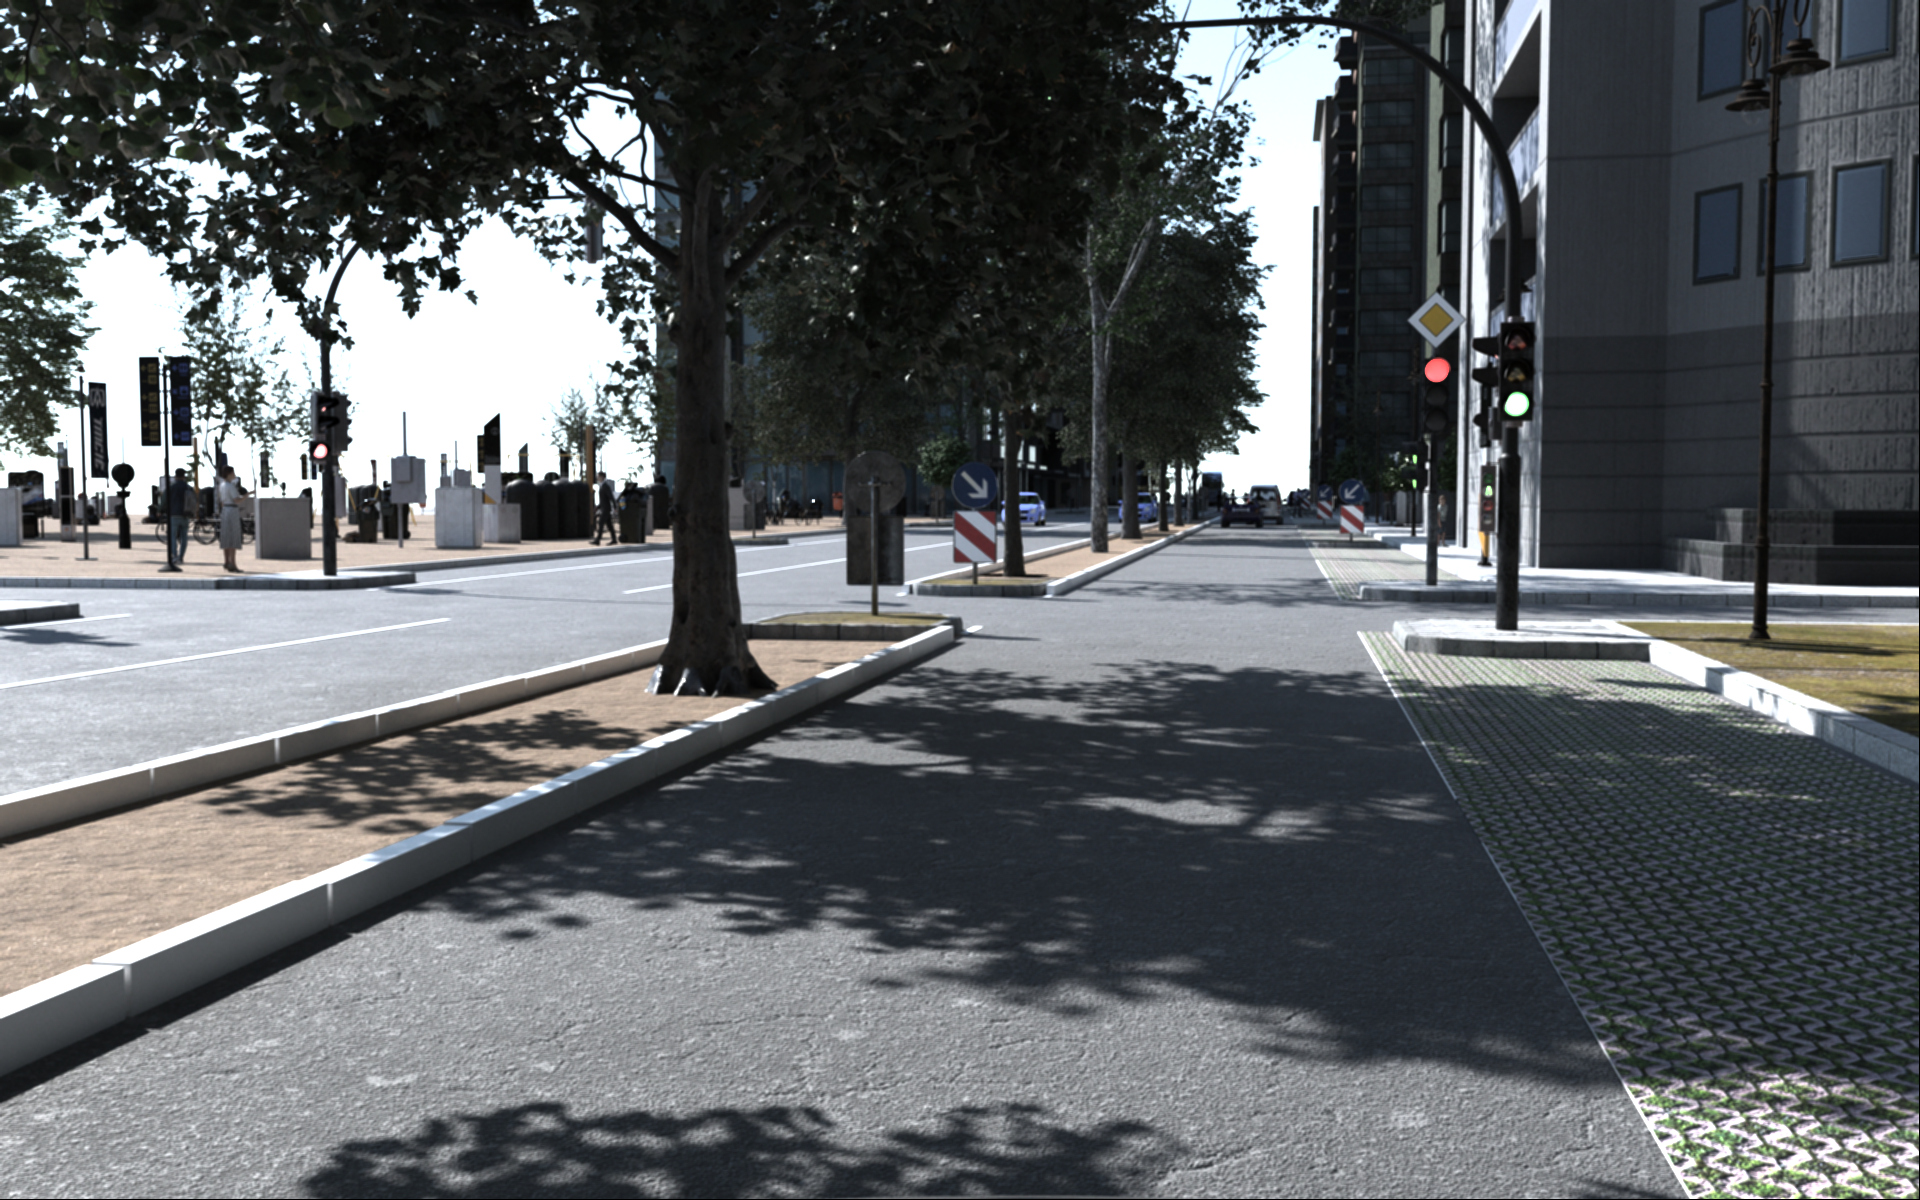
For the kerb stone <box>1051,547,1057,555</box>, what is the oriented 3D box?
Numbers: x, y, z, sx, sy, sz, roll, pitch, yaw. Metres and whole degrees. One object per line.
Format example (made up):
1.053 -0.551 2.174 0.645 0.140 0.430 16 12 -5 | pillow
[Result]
2.080 -1.117 40.465 0.120 0.150 1.000 1 4 10 | kerb stone

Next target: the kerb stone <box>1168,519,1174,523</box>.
10.746 -4.010 87.827 0.120 0.150 1.000 1 4 10 | kerb stone

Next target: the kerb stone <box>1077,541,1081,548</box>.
3.005 -1.425 45.492 0.120 0.150 1.000 1 4 10 | kerb stone

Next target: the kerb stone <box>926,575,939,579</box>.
-0.509 -0.251 26.362 0.120 0.150 1.000 1 4 10 | kerb stone

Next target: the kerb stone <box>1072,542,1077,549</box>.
2.816 -1.363 44.488 0.120 0.150 1.000 1 4 10 | kerb stone

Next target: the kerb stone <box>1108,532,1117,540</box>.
4.844 -2.040 55.570 0.120 0.150 1.000 1 4 10 | kerb stone

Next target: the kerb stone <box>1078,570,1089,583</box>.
1.919 -0.351 27.941 0.120 0.150 1.000 1 4 10 | kerb stone

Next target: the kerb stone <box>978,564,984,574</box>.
0.232 -0.501 30.394 0.120 0.150 1.000 1 4 10 | kerb stone

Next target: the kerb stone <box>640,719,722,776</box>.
-1.503 0.790 9.273 0.120 0.150 1.000 1 4 10 | kerb stone

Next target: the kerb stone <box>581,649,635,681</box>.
-2.826 0.527 13.681 0.120 0.150 1.000 1 4 10 | kerb stone

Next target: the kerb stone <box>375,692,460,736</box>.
-3.382 0.711 10.663 0.120 0.150 1.000 1 4 10 | kerb stone

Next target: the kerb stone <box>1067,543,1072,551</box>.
2.634 -1.302 43.482 0.120 0.150 1.000 1 4 10 | kerb stone

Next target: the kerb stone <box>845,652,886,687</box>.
-0.757 0.544 13.304 0.120 0.150 1.000 1 4 10 | kerb stone

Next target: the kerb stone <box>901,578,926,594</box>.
-0.692 -0.187 25.355 0.120 0.150 1.000 1 4 10 | kerb stone

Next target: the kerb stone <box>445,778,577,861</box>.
-1.870 0.914 7.256 0.120 0.150 1.000 1 4 10 | kerb stone

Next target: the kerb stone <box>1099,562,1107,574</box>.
2.470 -0.536 30.957 0.120 0.150 1.000 1 4 10 | kerb stone

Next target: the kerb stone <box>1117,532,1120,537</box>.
5.025 -2.103 56.580 0.120 0.150 1.000 1 4 10 | kerb stone

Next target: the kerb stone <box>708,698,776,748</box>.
-1.311 0.729 10.278 0.120 0.150 1.000 1 4 10 | kerb stone

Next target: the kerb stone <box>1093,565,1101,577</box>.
2.283 -0.474 29.952 0.120 0.150 1.000 1 4 10 | kerb stone

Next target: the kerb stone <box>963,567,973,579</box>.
0.047 -0.434 29.389 0.120 0.150 1.000 1 4 10 | kerb stone

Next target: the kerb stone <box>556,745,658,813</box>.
-1.687 0.852 8.267 0.120 0.150 1.000 1 4 10 | kerb stone

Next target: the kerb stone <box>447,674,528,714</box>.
-3.197 0.644 11.669 0.120 0.150 1.000 1 4 10 | kerb stone

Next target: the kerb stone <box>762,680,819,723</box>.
-1.122 0.667 11.292 0.120 0.150 1.000 1 4 10 | kerb stone

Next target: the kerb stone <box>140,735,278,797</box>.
-3.753 0.829 8.635 0.120 0.150 1.000 1 4 10 | kerb stone

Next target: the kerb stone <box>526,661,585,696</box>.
-3.015 0.591 12.675 0.120 0.150 1.000 1 4 10 | kerb stone

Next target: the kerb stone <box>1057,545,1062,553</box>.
2.258 -1.178 41.471 0.120 0.150 1.000 1 4 10 | kerb stone

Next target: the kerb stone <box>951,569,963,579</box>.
-0.142 -0.378 28.373 0.120 0.150 1.000 1 4 10 | kerb stone

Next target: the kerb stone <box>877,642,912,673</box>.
-0.576 0.482 14.310 0.120 0.150 1.000 1 4 10 | kerb stone

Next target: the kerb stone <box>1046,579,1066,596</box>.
1.366 -0.166 24.912 0.120 0.150 1.000 1 4 10 | kerb stone

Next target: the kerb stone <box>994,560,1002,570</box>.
0.601 -0.622 32.408 0.120 0.150 1.000 1 4 10 | kerb stone

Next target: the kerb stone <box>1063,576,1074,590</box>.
1.551 -0.228 25.927 0.120 0.150 1.000 1 4 10 | kerb stone

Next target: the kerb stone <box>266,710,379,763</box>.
-3.564 0.767 9.651 0.120 0.150 1.000 1 4 10 | kerb stone

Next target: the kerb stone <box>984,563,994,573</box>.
0.423 -0.562 31.401 0.120 0.150 1.000 1 4 10 | kerb stone

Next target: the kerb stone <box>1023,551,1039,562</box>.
1.521 -0.931 37.448 0.120 0.150 1.000 1 4 10 | kerb stone

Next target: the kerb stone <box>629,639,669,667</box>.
-2.642 0.461 14.686 0.120 0.150 1.000 1 4 10 | kerb stone

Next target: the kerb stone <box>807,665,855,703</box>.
-0.940 0.605 12.298 0.120 0.150 1.000 1 4 10 | kerb stone

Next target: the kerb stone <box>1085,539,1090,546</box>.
3.375 -1.548 47.510 0.120 0.150 1.000 1 4 10 | kerb stone

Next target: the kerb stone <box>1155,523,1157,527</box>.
8.166 -3.151 73.717 0.120 0.150 1.000 1 4 10 | kerb stone

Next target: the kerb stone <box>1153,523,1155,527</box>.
7.983 -3.090 72.711 0.120 0.150 1.000 1 4 10 | kerb stone

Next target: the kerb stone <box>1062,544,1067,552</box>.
2.442 -1.241 42.478 0.120 0.150 1.000 1 4 10 | kerb stone

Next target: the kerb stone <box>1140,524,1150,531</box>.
7.435 -2.904 69.687 0.120 0.150 1.000 1 4 10 | kerb stone

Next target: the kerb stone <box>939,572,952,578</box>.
-0.322 -0.316 27.367 0.120 0.150 1.000 1 4 10 | kerb stone

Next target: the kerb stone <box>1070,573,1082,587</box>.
1.736 -0.290 26.936 0.120 0.150 1.000 1 4 10 | kerb stone

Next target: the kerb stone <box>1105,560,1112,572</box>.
2.655 -0.595 31.962 0.120 0.150 1.000 1 4 10 | kerb stone

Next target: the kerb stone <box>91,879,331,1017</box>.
-2.237 1.037 5.242 0.120 0.150 1.000 1 4 10 | kerb stone

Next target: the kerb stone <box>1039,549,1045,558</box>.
1.710 -0.993 38.453 0.120 0.150 1.000 1 4 10 | kerb stone

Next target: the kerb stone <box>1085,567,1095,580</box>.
2.107 -0.413 28.946 0.120 0.150 1.000 1 4 10 | kerb stone

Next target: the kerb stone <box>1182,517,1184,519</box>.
12.592 -4.629 97.897 0.120 0.150 1.000 1 4 10 | kerb stone

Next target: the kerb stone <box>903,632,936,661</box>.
-0.389 0.420 15.322 0.120 0.150 1.000 1 4 10 | kerb stone

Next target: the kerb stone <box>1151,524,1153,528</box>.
7.798 -3.024 71.699 0.120 0.150 1.000 1 4 10 | kerb stone

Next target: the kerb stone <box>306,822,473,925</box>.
-2.051 0.982 6.250 0.120 0.150 1.000 1 4 10 | kerb stone

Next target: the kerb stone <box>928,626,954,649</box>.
-0.211 0.359 16.329 0.120 0.150 1.000 1 4 10 | kerb stone

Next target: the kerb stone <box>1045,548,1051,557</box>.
1.891 -1.056 39.460 0.120 0.150 1.000 1 4 10 | kerb stone

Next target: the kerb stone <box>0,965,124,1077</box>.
-2.423 1.104 4.237 0.120 0.150 1.000 1 4 10 | kerb stone

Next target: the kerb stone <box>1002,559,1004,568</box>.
0.787 -0.683 33.412 0.120 0.150 1.000 1 4 10 | kerb stone

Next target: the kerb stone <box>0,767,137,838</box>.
-3.938 0.891 7.629 0.120 0.150 1.000 1 4 10 | kerb stone

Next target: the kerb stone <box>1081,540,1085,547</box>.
3.179 -1.487 46.507 0.120 0.150 1.000 1 4 10 | kerb stone
